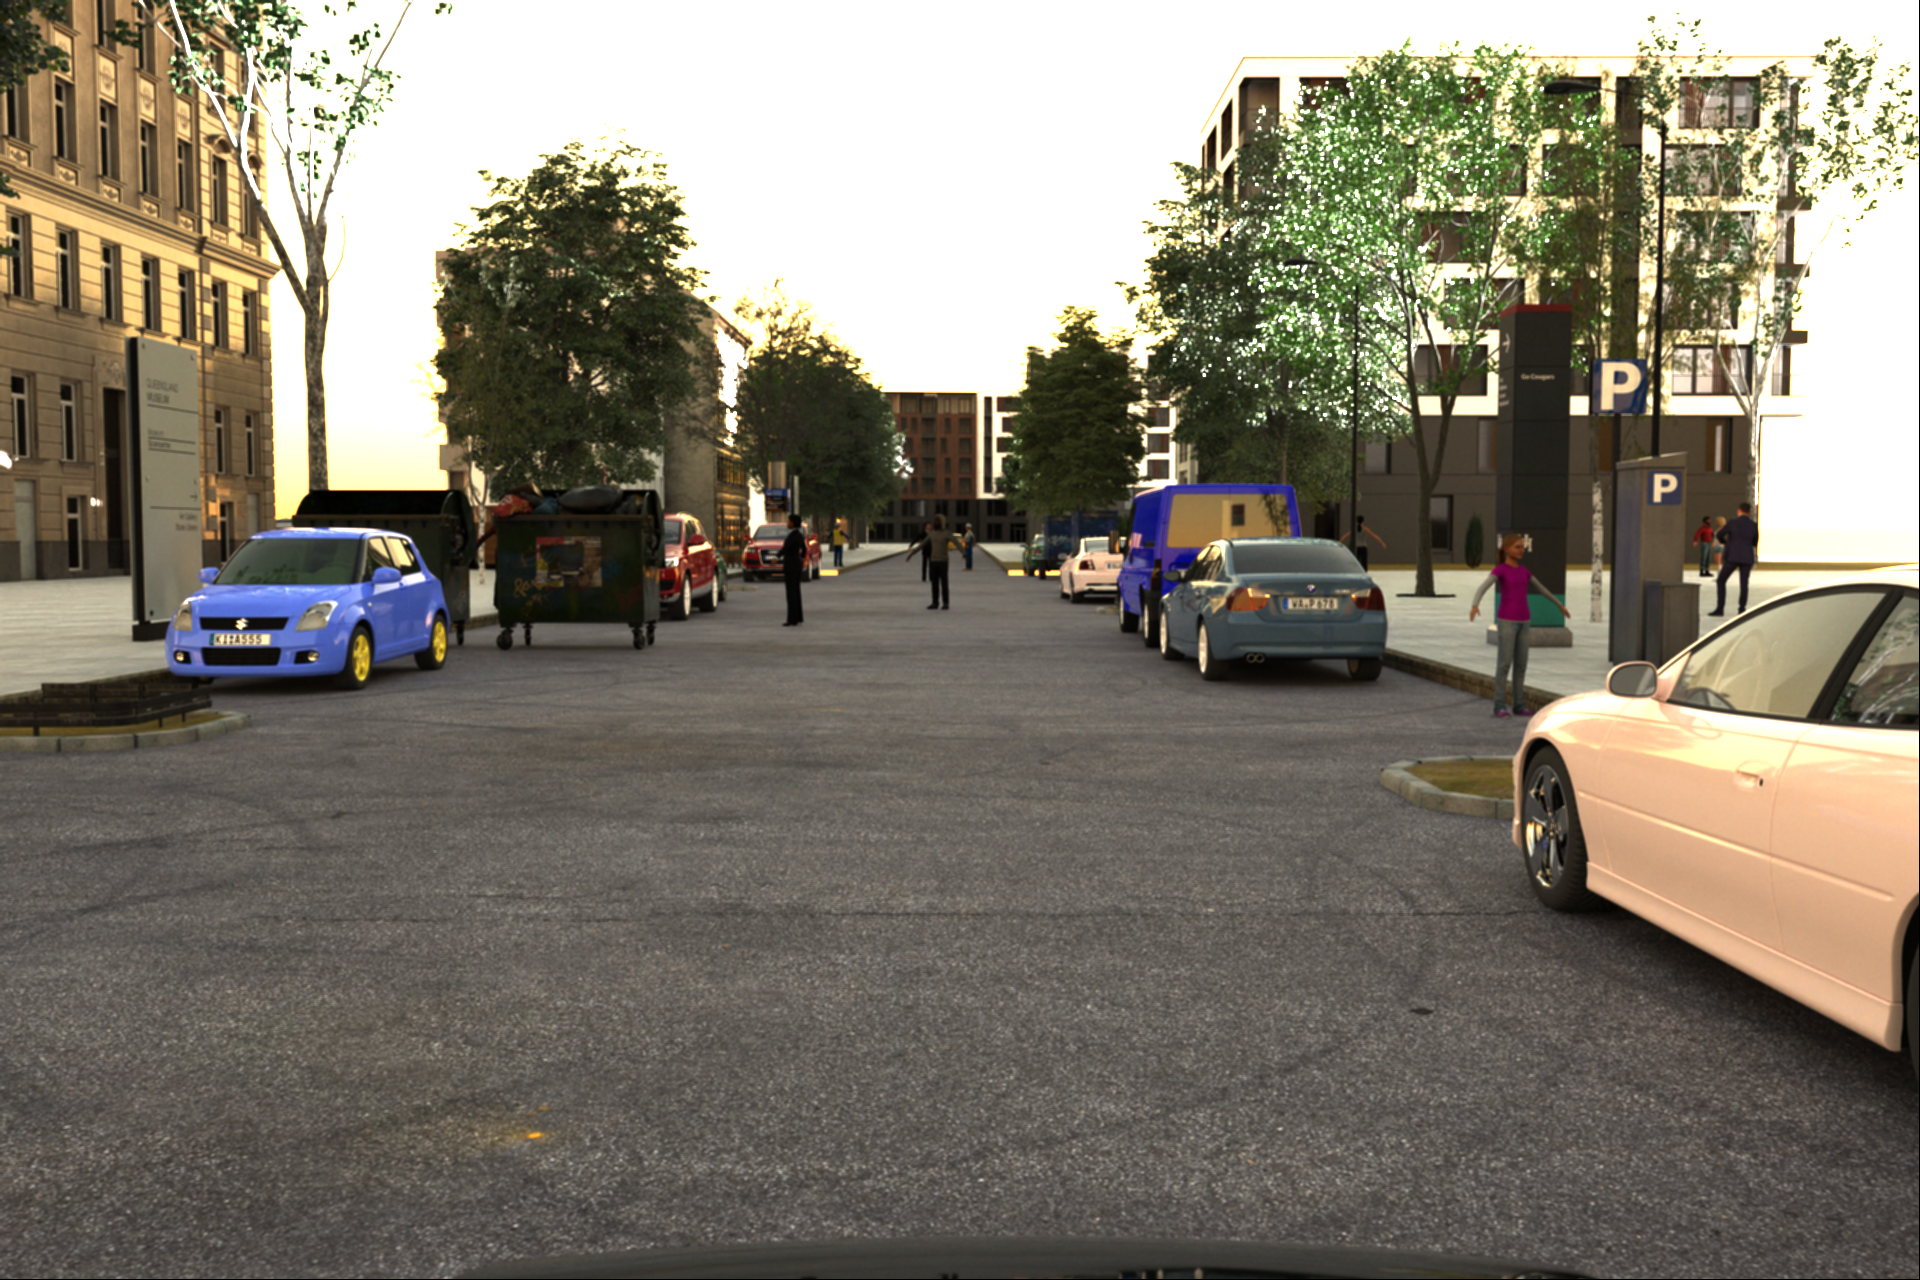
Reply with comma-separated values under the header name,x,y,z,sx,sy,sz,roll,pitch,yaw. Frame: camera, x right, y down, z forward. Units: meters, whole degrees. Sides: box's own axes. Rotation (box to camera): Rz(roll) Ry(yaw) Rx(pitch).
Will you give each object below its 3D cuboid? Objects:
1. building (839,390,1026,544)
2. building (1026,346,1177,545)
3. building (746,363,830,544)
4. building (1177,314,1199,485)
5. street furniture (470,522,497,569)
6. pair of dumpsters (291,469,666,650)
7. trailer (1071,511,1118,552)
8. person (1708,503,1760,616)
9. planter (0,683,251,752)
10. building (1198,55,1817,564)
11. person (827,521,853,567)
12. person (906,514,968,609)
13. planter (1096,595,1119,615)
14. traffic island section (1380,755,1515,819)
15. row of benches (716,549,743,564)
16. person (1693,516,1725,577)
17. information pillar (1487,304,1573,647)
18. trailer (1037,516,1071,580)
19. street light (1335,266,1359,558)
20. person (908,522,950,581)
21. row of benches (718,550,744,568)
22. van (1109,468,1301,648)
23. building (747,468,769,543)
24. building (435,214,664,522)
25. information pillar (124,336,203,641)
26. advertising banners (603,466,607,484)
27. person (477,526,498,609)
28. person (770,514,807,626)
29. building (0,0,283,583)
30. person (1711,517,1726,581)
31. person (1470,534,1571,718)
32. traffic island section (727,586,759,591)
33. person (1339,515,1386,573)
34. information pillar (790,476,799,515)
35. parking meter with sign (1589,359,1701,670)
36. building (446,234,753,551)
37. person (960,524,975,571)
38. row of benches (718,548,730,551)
name,x,y,z,sx,sy,sz,roll,pitch,yaw
building,-1.074,-25.140,257.473,32.646,21.610,27.936,0,4,-7
building,21.638,-22.076,204.912,27.936,21.610,32.646,0,4,0
building,-26.846,-24.199,226.579,19.493,23.208,18.063,0,4,1
building,25.854,-15.765,124.213,16.747,18.905,31.486,0,4,0
street furniture,-16.132,-3.650,66.532,9.812,1.723,11.010,1,4,17
pair of dumpsters,-6.012,-1.031,21.815,4.436,2.255,1.574,0,4,0
trailer,3.348,-2.256,43.927,1.471,1.999,3.904,0,3,0
person,12.082,-1.258,27.058,0.683,1.767,0.568,0,4,4
planter,-6.259,0.536,12.376,1.991,0.319,1.994,0,4,0
building,26.130,-15.088,90.664,27.936,21.610,32.646,0,4,0
person,-4.714,-3.746,67.709,1.216,1.772,0.721,2,4,30
person,-0.401,-1.493,32.995,1.348,1.813,0.705,2,4,30
planter,3.488,-0.627,31.398,1.991,0.319,1.994,0,4,1
traffic island section,3.403,0.815,9.548,1.991,0.108,1.994,0,4,0
row of benches,-9.030,-3.535,73.266,4.104,0.672,1.422,1,4,22
person,22.507,-2.818,52.188,1.345,1.816,0.704,-2,4,-29
information pillar,6.561,-1.865,19.867,0.750,3.857,0.750,0,4,1
trailer,3.207,-2.964,55.510,1.471,1.999,3.904,0,4,0
street light,7.230,-3.472,29.316,1.470,5.913,1.316,0,4,0
person,-0.965,-2.692,52.655,1.347,1.806,0.705,-1,4,-19
row of benches,-8.145,-3.062,65.529,1.422,0.672,4.104,-3,4,-36
van,3.272,-1.169,23.505,2.240,2.365,5.245,0,4,-1
building,-26.068,-15.965,203.175,9.099,9.664,28.070,0,4,-1
building,-25.018,-15.113,103.524,16.016,20.090,11.380,0,4,1
information pillar,-9.808,-1.840,21.394,0.184,3.620,1.656,0,4,-1
advertising banners,-9.103,-2.912,43.807,0.090,3.025,2.074,0,4,-1
person,-7.756,-1.395,29.620,1.215,1.729,0.721,0,4,3
person,-2.675,-1.094,27.073,0.721,1.740,1.216,1,4,17
building,-30.982,-15.554,51.575,12.463,27.353,25.104,0,3,0
person,20.490,-2.469,46.973,0.721,1.753,1.214,2,4,27
person,4.361,-0.110,13.528,0.991,1.433,0.599,-2,4,-25
traffic island section,-6.188,-1.309,44.272,1.991,0.108,1.994,0,4,0
person,9.823,-2.179,42.438,1.217,1.737,0.721,2,4,25
information pillar,-6.708,-4.827,70.241,0.184,3.620,1.656,0,4,0
parking meter with sign,6.547,-1.237,16.481,0.543,3.016,1.738,0,3,0
building,-26.074,-18.161,127.866,19.493,23.208,18.063,0,3,0
person,0.310,-3.663,68.203,0.705,1.847,1.347,2,4,28
row of benches,-11.183,-3.849,78.401,1.422,0.672,4.104,-2,4,-24
